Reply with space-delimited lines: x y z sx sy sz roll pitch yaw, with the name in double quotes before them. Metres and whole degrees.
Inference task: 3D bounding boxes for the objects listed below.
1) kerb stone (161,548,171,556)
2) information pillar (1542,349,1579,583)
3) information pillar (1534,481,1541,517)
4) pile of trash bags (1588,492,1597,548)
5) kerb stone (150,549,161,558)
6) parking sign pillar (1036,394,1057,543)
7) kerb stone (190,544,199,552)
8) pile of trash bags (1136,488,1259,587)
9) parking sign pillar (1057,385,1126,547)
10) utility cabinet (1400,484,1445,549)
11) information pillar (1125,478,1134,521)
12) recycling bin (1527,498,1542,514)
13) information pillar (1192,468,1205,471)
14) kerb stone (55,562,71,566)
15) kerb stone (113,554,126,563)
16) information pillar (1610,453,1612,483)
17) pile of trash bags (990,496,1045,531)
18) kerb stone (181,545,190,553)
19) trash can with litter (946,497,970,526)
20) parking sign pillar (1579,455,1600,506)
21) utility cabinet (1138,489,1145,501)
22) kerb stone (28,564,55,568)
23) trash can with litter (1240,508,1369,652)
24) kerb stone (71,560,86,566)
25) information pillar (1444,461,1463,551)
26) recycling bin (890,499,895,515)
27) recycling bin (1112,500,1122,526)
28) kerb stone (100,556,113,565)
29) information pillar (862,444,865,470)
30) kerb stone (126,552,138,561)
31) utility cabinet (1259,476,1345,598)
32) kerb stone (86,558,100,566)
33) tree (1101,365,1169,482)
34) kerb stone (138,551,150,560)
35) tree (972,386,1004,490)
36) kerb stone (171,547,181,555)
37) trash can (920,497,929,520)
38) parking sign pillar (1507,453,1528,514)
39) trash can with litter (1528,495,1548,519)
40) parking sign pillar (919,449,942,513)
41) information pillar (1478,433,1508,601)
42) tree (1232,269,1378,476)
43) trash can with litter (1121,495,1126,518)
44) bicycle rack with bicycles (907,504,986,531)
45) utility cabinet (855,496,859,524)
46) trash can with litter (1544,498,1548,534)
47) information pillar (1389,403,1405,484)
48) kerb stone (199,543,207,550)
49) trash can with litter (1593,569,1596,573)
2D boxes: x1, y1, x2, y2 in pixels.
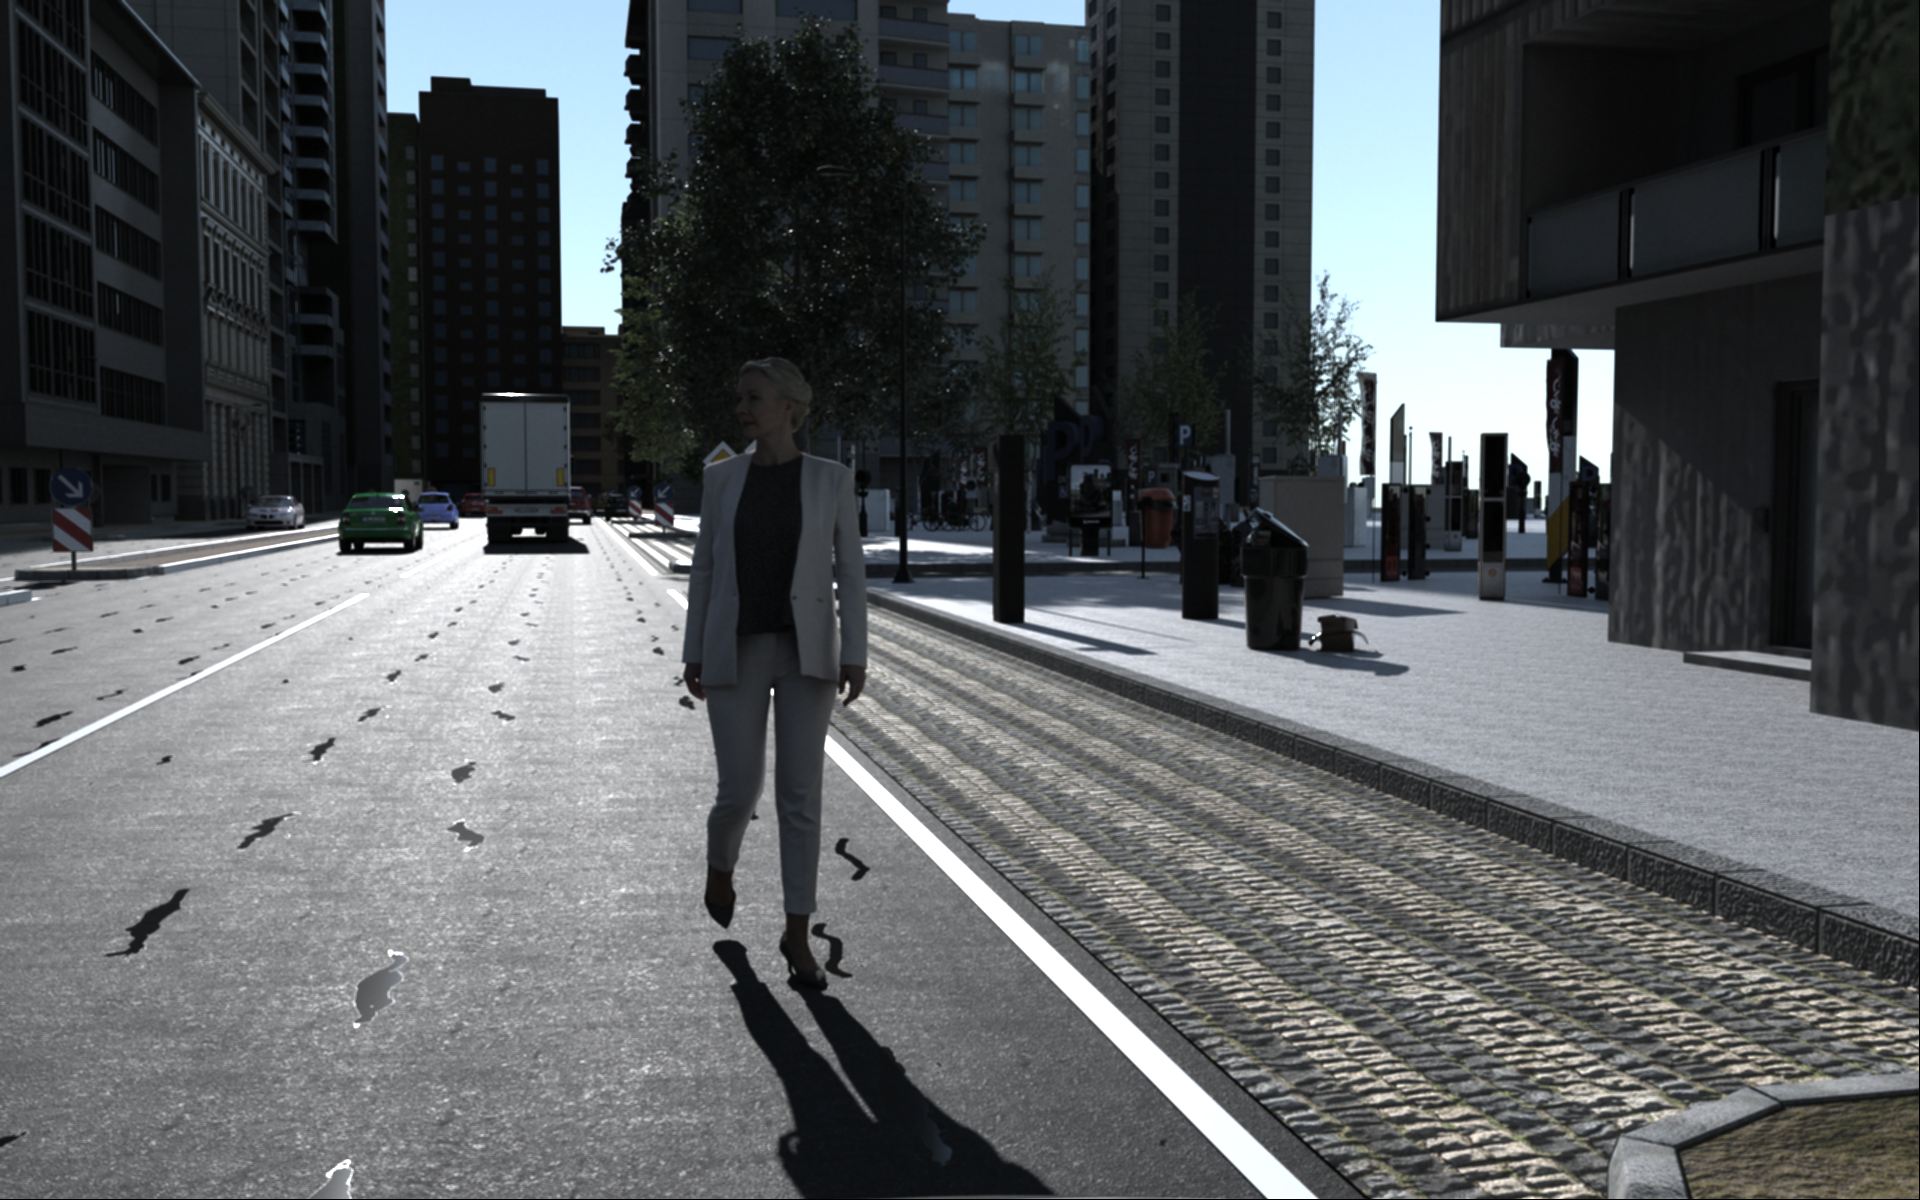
"kerb stone" -18.401 -1.081 39.871 0.120 0.150 1.000 -1 4 -13
"information pillar" 8.645 -2.050 24.875 0.183 3.616 0.504 -1 4 -23
"information pillar" 32.344 -5.658 97.005 0.304 2.012 0.304 0 4 -3
"pile of trash bags" 16.008 -2.019 42.758 1.912 1.369 3.447 1 4 12
"kerb stone" -18.177 -1.014 38.870 0.120 0.150 1.000 -1 4 -13
"parking sign pillar" 2.891 -3.523 46.075 1.447 3.967 1.447 -3 5 -40
"kerb stone" -19.082 -1.265 42.876 0.120 0.150 1.000 -1 4 -13
"pile of trash bags" 3.795 -0.950 25.279 1.912 1.369 3.447 -3 4 -36
"parking sign pillar" 3.343 -3.296 42.359 1.447 3.967 1.447 -1 4 -13
"utility cabinet" 10.710 -1.922 40.098 1.173 1.500 0.318 0 4 -3
"information pillar" 7.843 -4.619 80.020 0.304 2.012 0.304 2 4 30
"recycling bin" 37.864 -6.221 114.271 0.722 1.027 0.722 -2 4 -30
"information pillar" 6.816 -2.761 49.626 0.304 2.012 0.304 0 4 -6
"kerb stone" -16.606 -0.590 31.848 0.120 0.150 1.000 -1 4 -13
"kerb stone" -17.502 -0.825 35.842 0.120 0.150 1.000 -1 4 -13
"information pillar" 31.328 -5.597 82.868 0.183 3.616 0.504 -2 4 -25
"pile of trash bags" 2.664 -3.148 61.230 3.447 1.369 1.912 1 4 12
"kerb stone" -18.857 -1.204 41.879 0.120 0.150 1.000 -1 4 -13
"trash can with litter" -0.034 -3.608 70.374 1.055 1.170 0.624 2 4 31
"parking sign pillar" 43.414 -8.014 119.500 1.447 3.967 1.447 0 4 5
"utility cabinet" 8.539 -4.188 77.155 1.173 1.500 0.318 1 4 18
"kerb stone" -16.387 -0.526 30.850 0.120 0.150 1.000 -1 4 -13
"trash can with litter" 2.845 -0.180 14.332 1.055 1.170 0.624 1 4 14
"kerb stone" -16.836 -0.648 32.848 0.120 0.150 1.000 -1 4 -13
"information pillar" 11.066 -2.100 38.830 0.304 2.012 0.304 0 4 -6
"recycling bin" -3.854 -5.151 96.768 0.722 1.027 0.722 1 4 13
"recycling bin" 6.082 -3.476 69.379 0.722 1.027 0.722 0 4 -8
"kerb stone" -17.284 -0.769 34.843 0.120 0.150 1.000 -1 4 -13
"information pillar" -3.751 -4.650 67.377 0.183 3.616 0.504 0 4 -5
"kerb stone" -17.729 -0.897 36.854 0.120 0.150 1.000 -1 4 -13
"utility cabinet" 4.167 -0.764 21.175 1.173 1.500 0.318 -2 4 -34
"kerb stone" -17.052 -0.713 33.847 0.120 0.150 1.000 -1 4 -13
"tree" 9.817 -9.061 98.511 4.360 8.622 3.978 0 3 0
"kerb stone" -17.957 -0.958 37.864 0.120 0.150 1.000 -1 4 -13
"tree" 0.096 -8.940 96.531 4.360 8.622 3.978 0 3 0
"kerb stone" -18.630 -1.141 40.868 0.120 0.150 1.000 -1 4 -13
"trash can" -1.705 -4.470 84.738 0.748 1.137 0.748 0 3 0
"parking sign pillar" 36.191 -7.584 112.476 1.447 3.967 1.447 -2 4 -30
"trash can with litter" 30.846 -4.894 91.070 1.678 1.210 2.233 -2 4 -29
"parking sign pillar" -1.734 -7.006 103.016 1.447 3.967 1.447 1 4 19
"information pillar" 6.448 -1.008 20.968 0.304 2.012 0.304 1 4 13
"tree" 11.150 -6.475 56.236 4.360 8.622 3.978 0 3 0
"trash can with litter" 9.270 -5.029 93.283 2.233 1.210 1.678 1 4 9
"bicycle rack with bicycles" -0.436 -2.872 60.332 2.925 0.926 2.852 1 4 22
"utility cabinet" -4.233 -3.499 68.375 0.306 1.237 1.020 -1 4 -20
"trash can with litter" 19.203 -2.683 55.250 1.055 1.170 0.624 2 4 33
"information pillar" 11.253 -3.256 44.588 0.504 3.616 0.183 -3 4 -37
"kerb stone" -19.297 -1.326 43.875 0.120 0.150 1.000 -1 4 -13
"trash can with litter" 10.276 -0.918 26.397 1.055 1.170 0.624 0 4 0
